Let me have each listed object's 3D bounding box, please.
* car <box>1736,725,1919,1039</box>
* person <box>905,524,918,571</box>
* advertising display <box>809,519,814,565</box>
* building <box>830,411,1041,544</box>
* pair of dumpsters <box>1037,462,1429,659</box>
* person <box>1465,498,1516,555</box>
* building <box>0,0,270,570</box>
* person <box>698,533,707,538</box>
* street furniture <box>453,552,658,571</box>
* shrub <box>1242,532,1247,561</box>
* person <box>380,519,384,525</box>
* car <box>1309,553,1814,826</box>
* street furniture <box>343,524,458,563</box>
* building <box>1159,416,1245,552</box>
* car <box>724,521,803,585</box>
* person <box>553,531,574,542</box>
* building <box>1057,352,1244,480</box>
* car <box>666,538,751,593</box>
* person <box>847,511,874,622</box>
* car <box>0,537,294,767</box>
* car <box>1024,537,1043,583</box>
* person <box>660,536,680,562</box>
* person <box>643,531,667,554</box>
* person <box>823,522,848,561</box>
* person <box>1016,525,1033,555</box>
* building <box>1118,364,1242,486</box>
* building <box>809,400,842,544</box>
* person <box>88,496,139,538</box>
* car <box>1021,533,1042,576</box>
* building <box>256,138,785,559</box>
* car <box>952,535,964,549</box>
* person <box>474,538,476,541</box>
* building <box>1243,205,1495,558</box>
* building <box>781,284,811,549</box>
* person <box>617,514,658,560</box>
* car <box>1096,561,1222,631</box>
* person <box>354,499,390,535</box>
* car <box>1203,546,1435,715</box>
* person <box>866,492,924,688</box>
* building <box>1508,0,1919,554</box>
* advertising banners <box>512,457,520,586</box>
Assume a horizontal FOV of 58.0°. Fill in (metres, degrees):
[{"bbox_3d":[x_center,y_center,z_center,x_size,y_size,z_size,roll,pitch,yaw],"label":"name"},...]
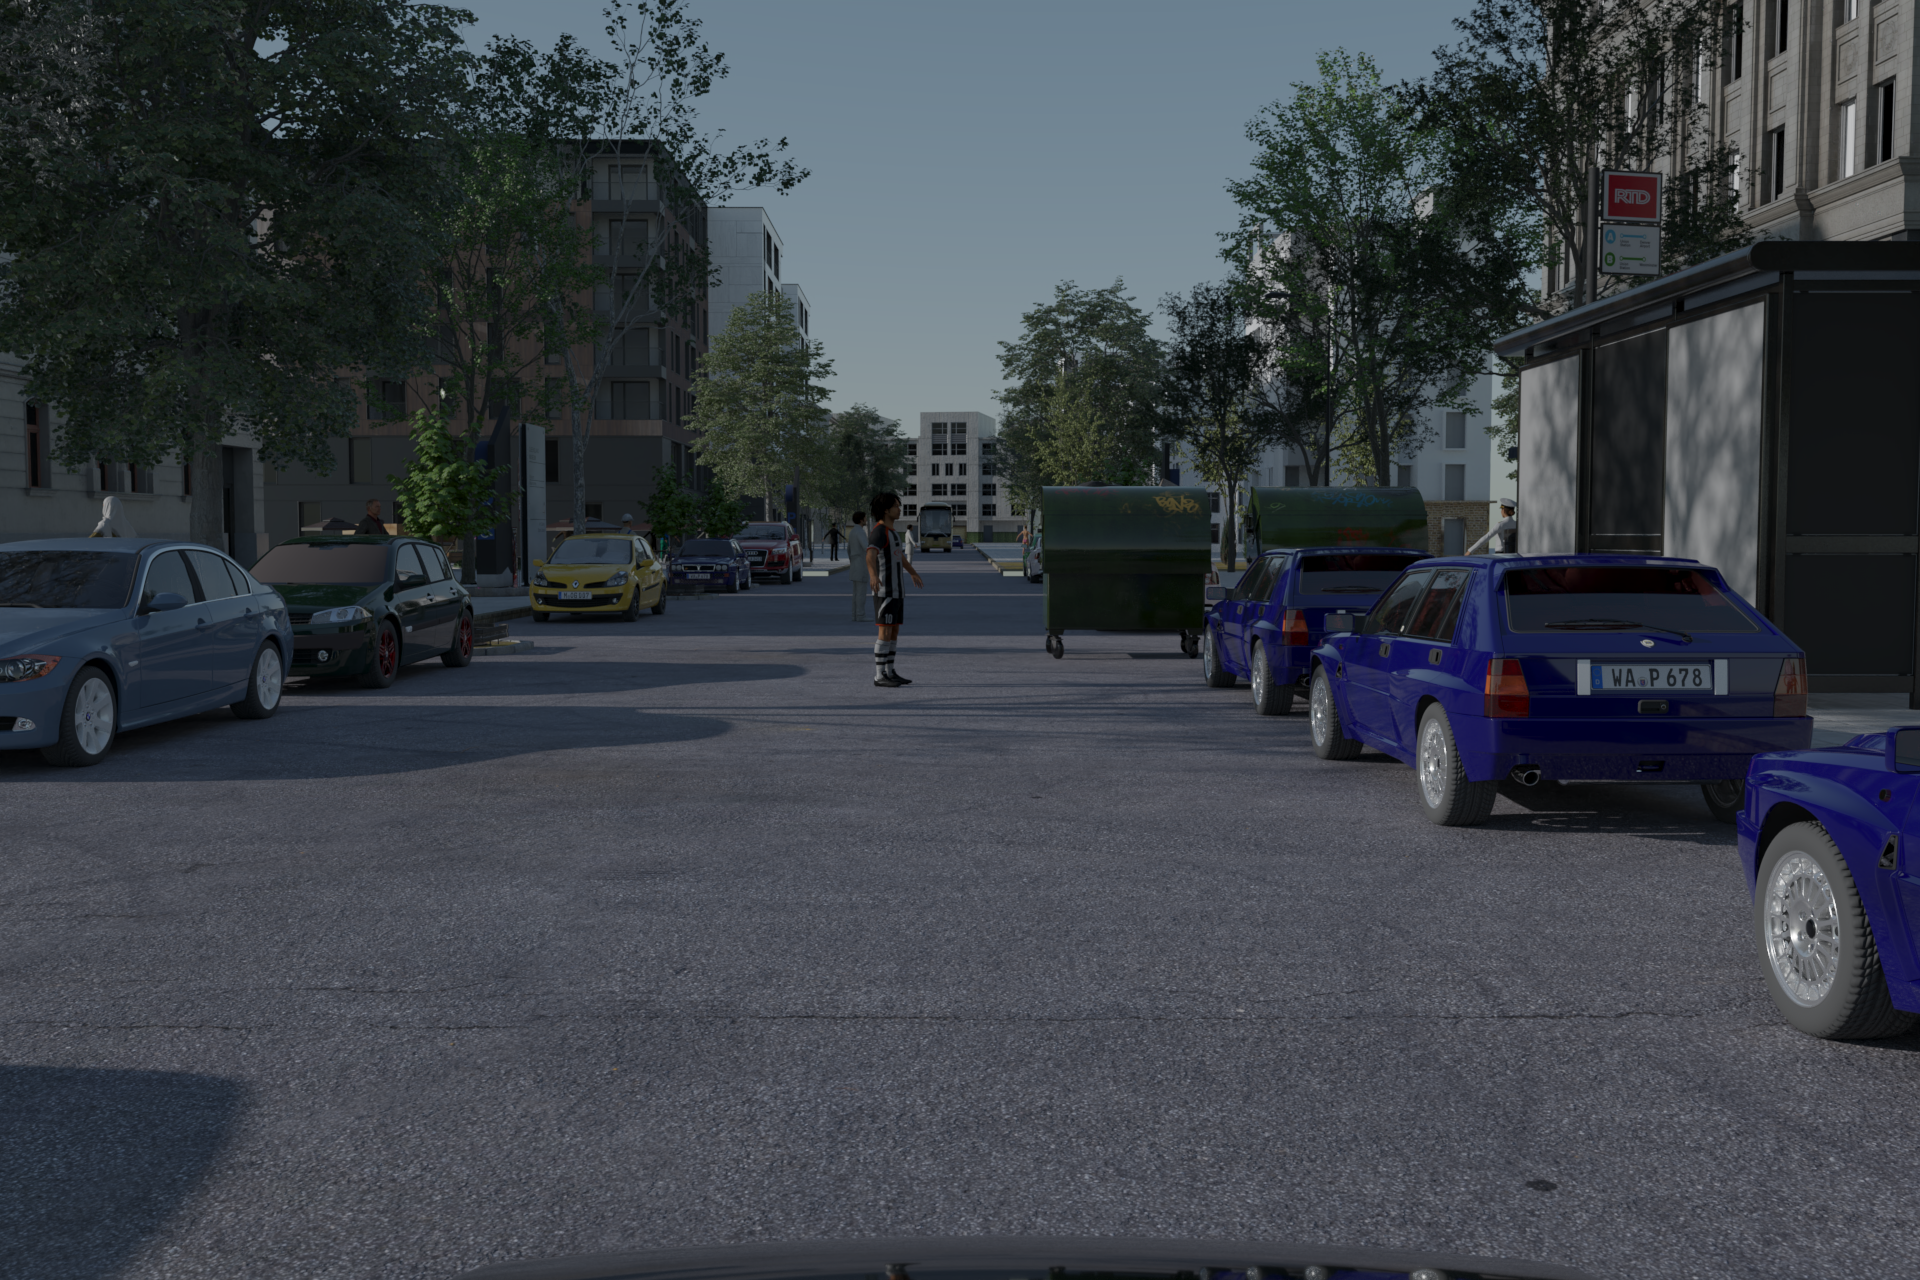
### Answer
[{"bbox_3d":[3.255,0.539,3.768,1.945,1.354,3.894,0,3,0],"label":"car"},{"bbox_3d":[-1.903,-3.557,66.804,0.705,1.806,1.347,-1,4,-16],"label":"person"},{"bbox_3d":[-6.249,-4.137,72.858,0.123,1.923,0.974,0,4,1],"label":"advertising display"},{"bbox_3d":[-4.286,-23.754,257.299,31.486,18.905,16.747,1,4,10],"label":"building"},{"bbox_3d":[3.124,-0.939,20.299,4.436,2.255,1.574,0,4,0],"label":"pair of dumpsters"},{"bbox_3d":[7.454,-1.060,23.784,1.216,1.778,0.721,-1,4,-18],"label":"person"},{"bbox_3d":[-31.434,-16.157,51.552,14.401,28.519,23.554,0,4,-1],"label":"building"},{"bbox_3d":[-9.284,-3.549,64.300,1.348,1.796,0.705,2,4,25],"label":"person"},{"bbox_3d":[-15.859,-2.876,62.649,10.072,0.657,5.734,1,4,12],"label":"street furniture"},{"bbox_3d":[11.433,-3.746,65.282,1.661,2.075,1.752,0,3,0],"label":"shrub"},{"bbox_3d":[-18.695,-2.993,55.517,0.750,1.759,0.617,0,4,3],"label":"person"},{"bbox_3d":[3.156,0.166,9.858,1.945,1.354,3.894,0,4,-1],"label":"car"},{"bbox_3d":[-26.410,-4.412,78.983,9.812,1.723,11.010,3,5,44],"label":"street furniture"},{"bbox_3d":[20.405,-11.142,124.318,9.099,9.664,28.070,0,4,0],"label":"building"},{"bbox_3d":[-5.787,-2.579,50.837,2.281,1.827,5.304,0,4,0],"label":"car"},{"bbox_3d":[-18.255,-4.553,80.585,1.346,1.812,0.704,-1,4,-8],"label":"person"},{"bbox_3d":[25.469,-22.436,210.803,27.936,21.610,32.646,0,4,0],"label":"building"},{"bbox_3d":[-6.255,-1.877,43.263,1.945,1.354,3.894,0,4,0],"label":"car"},{"bbox_3d":[-1.618,-1.211,28.444,0.705,1.806,1.347,-1,4,-23],"label":"person"},{"bbox_3d":[-6.215,-0.011,12.177,2.014,1.417,4.499,0,4,0],"label":"car"},{"bbox_3d":[2.973,-2.417,51.874,2.083,1.381,4.827,0,4,0],"label":"car"},{"bbox_3d":[-13.638,-4.520,80.032,1.347,1.817,0.704,0,4,0],"label":"person"},{"bbox_3d":[-13.774,-4.386,77.894,1.347,1.806,0.705,-2,4,-35],"label":"person"},{"bbox_3d":[-5.985,-4.685,82.539,1.347,1.837,0.705,2,4,23],"label":"person"},{"bbox_3d":[3.425,-5.036,89.139,1.217,1.733,0.721,2,4,29],"label":"person"},{"bbox_3d":[22.434,-20.315,188.571,16.016,20.090,11.380,0,4,0],"label":"building"},{"bbox_3d":[-25.834,-24.442,230.554,19.493,23.208,18.063,0,4,1],"label":"building"},{"bbox_3d":[-10.345,-0.871,21.015,0.721,1.736,1.217,1,4,14],"label":"person"},{"bbox_3d":[3.035,-2.975,57.440,1.959,1.807,4.718,0,4,-1],"label":"car"},{"bbox_3d":[-26.203,-16.035,106.150,27.936,21.610,32.646,0,4,-1],"label":"building"},{"bbox_3d":[-0.551,-9.350,165.455,1.945,1.354,3.894,0,4,-1],"label":"car"},{"bbox_3d":[-18.782,-3.585,67.885,0.991,1.433,0.599,-2,4,-30],"label":"person"},{"bbox_3d":[22.781,-15.283,106.302,16.016,20.090,11.380,0,4,0],"label":"building"},{"bbox_3d":[-27.093,-18.057,139.201,27.936,21.610,32.646,0,4,-1],"label":"building"},{"bbox_3d":[-6.791,-1.662,35.481,1.347,1.847,0.705,2,4,28],"label":"person"},{"bbox_3d":[2.902,-0.895,27.000,2.083,1.381,4.827,0,4,-1],"label":"car"},{"bbox_3d":[-8.744,-1.208,25.923,0.705,1.807,1.348,1,4,15],"label":"person"},{"bbox_3d":[3.186,-0.150,15.032,1.945,1.354,3.894,0,4,-1],"label":"car"},{"bbox_3d":[-0.650,-0.472,16.320,0.704,1.843,1.345,1,4,16],"label":"person"},{"bbox_3d":[26.893,-16.575,50.590,16.754,29.471,25.880,0,4,0],"label":"building"},{"bbox_3d":[-10.025,-2.610,38.862,0.090,3.025,2.074,0,4,-1],"label":"advertising banners"}]
